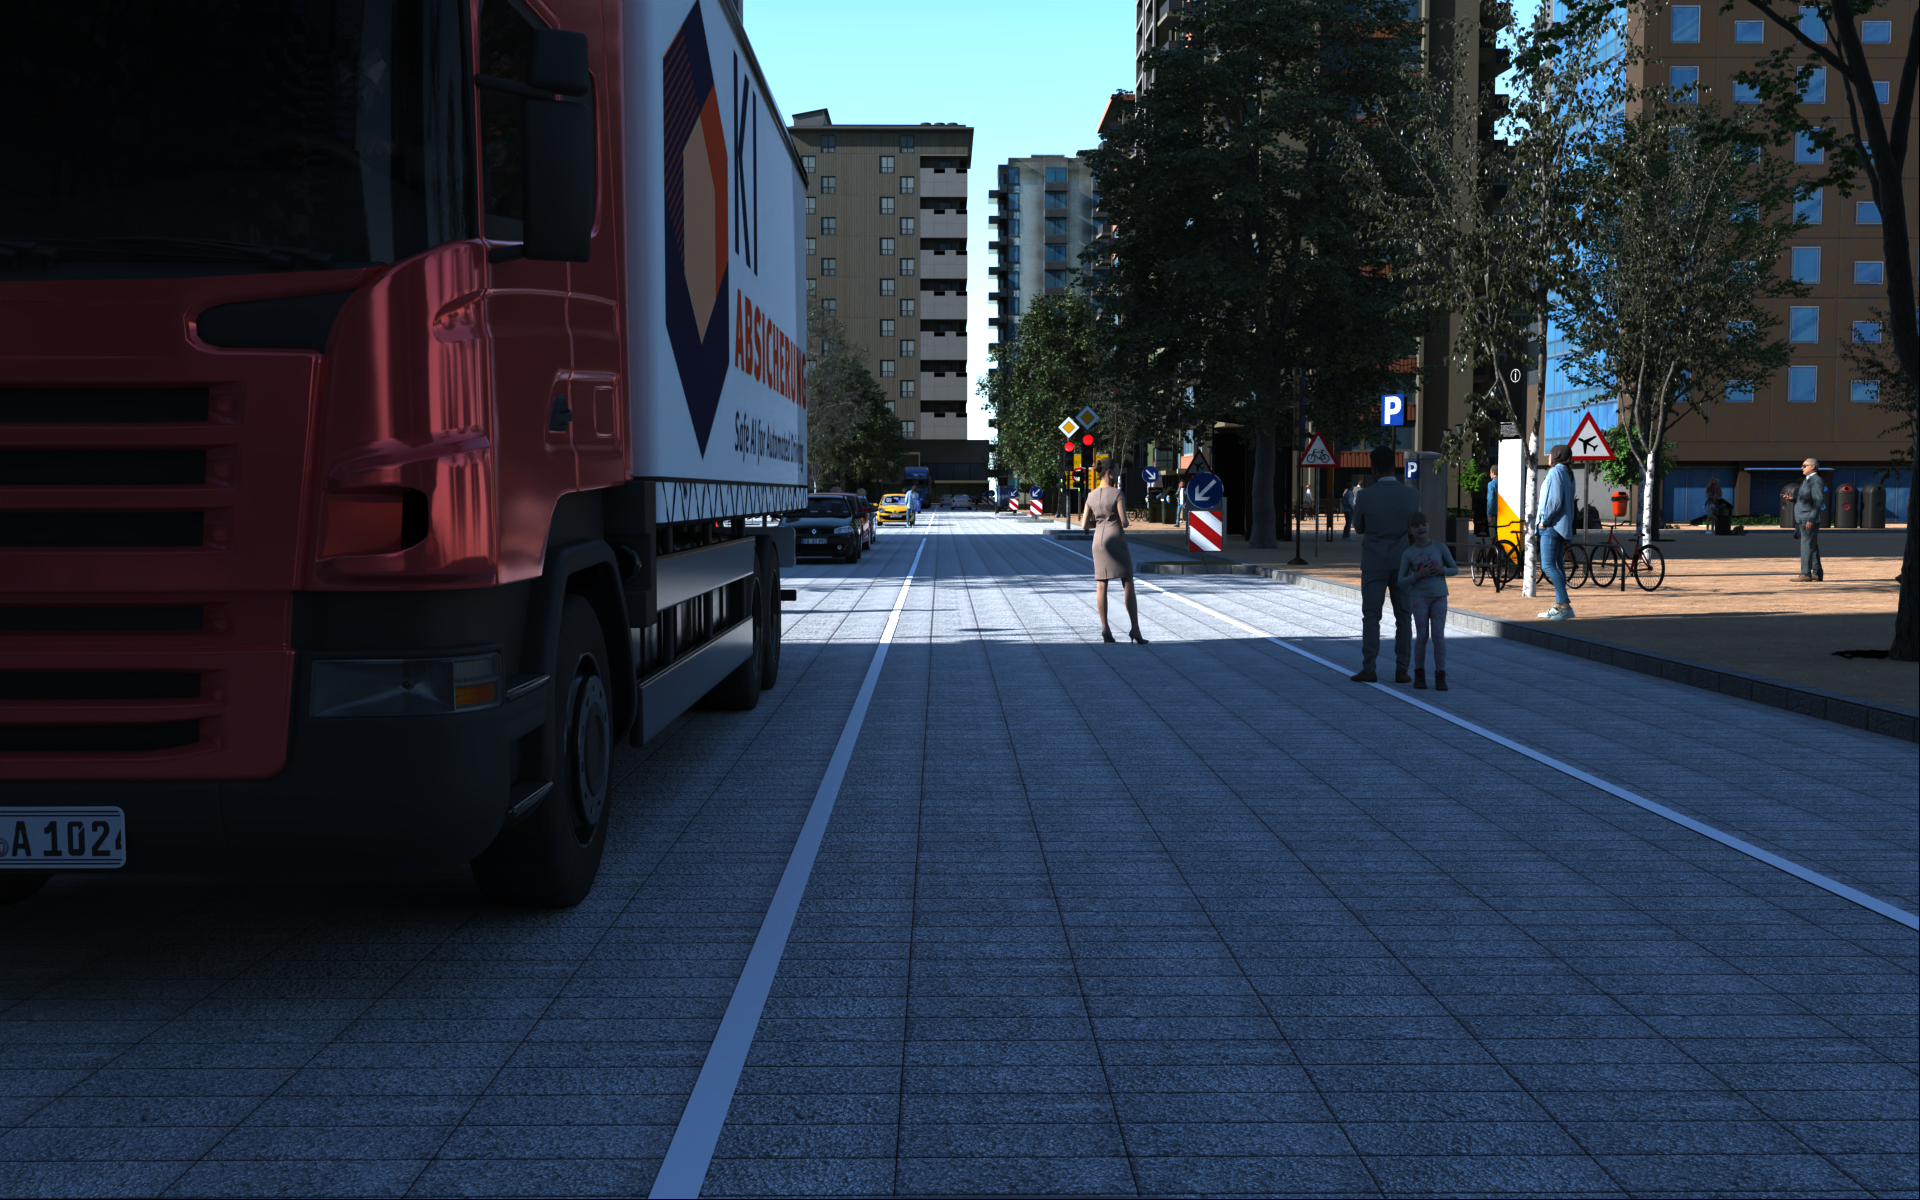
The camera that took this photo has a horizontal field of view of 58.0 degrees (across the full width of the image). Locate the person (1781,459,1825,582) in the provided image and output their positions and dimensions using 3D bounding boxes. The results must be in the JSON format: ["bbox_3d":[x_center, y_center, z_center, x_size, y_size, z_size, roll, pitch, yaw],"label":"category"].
[{"bbox_3d":[12.398,-1.176,25.447,0.590,1.801,0.661,1,4,13],"label":"person"}]

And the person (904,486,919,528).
[{"bbox_3d":[-2.061,-3.950,73.351,0.793,1.790,0.793,3,5,44],"label":"person"}]

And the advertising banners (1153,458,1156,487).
[{"bbox_3d":[9.436,-5.447,85.248,0.090,3.025,2.074,0,4,-2],"label":"advertising banners"}]

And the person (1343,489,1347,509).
[{"bbox_3d":[19.536,-4.959,87.084,0.622,1.834,0.822,2,4,29],"label":"person"}]

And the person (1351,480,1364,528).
[{"bbox_3d":[15.073,-3.641,65.752,0.592,1.802,0.473,2,4,26],"label":"person"}]

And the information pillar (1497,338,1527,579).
[{"bbox_3d":[8.384,-2.136,26.282,0.183,3.616,0.504,-2,4,-26],"label":"information pillar"}]

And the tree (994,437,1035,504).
[{"bbox_3d":[5.869,-11.706,141.757,4.737,8.622,4.395,0,3,0],"label":"tree"}]

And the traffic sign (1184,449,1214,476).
[{"bbox_3d":[6.876,-3.051,49.893,0.884,2.594,0.081,0,3,0],"label":"traffic sign"}]

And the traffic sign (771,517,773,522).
[{"bbox_3d":[-8.554,-4.816,78.851,0.768,2.556,0.104,0,4,0],"label":"traffic sign"}]

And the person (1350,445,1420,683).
[{"bbox_3d":[3.250,-0.280,13.267,0.511,1.800,0.466,-1,4,-11],"label":"person"}]

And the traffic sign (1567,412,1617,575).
[{"bbox_3d":[9.919,-1.678,27.434,0.884,2.594,0.081,0,4,7],"label":"traffic sign"}]

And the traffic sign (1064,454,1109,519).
[{"bbox_3d":[6.375,-5.708,87.192,2.265,3.308,0.079,0,4,6],"label":"traffic sign"}]

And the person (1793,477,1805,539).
[{"bbox_3d":[23.973,-2.609,49.257,0.362,1.759,0.519,0,4,-5],"label":"person"}]

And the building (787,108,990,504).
[{"bbox_3d":[-9.862,-40.119,245.190,27.495,52.752,28.713,0,4,-1],"label":"building"}]

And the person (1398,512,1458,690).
[{"bbox_3d":[3.458,0.002,12.744,0.425,1.301,0.394,0,4,-6],"label":"person"}]

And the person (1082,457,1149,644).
[{"bbox_3d":[1.489,-0.476,16.628,0.599,1.781,0.374,3,4,38],"label":"person"}]

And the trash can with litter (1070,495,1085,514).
[{"bbox_3d":[7.805,-6.100,110.796,1.678,1.210,2.233,1,4,10],"label":"trash can with litter"}]

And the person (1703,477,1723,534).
[{"bbox_3d":[24.238,-3.043,55.772,0.573,1.828,0.580,2,4,27],"label":"person"}]

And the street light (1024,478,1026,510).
[{"bbox_3d":[5.156,-10.078,137.566,0.468,5.910,1.993,0,4,-1],"label":"street light"}]

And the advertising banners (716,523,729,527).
[{"bbox_3d":[-9.037,-4.170,64.360,2.074,3.025,0.090,2,4,30],"label":"advertising banners"}]

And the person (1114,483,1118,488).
[{"bbox_3d":[6.780,-4.256,75.809,0.466,1.800,0.511,-3,5,-40],"label":"person"}]

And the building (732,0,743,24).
[{"bbox_3d":[-30.841,-37.227,150.655,21.231,58.520,28.212,0,4,-1],"label":"building"}]

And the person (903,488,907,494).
[{"bbox_3d":[-3.449,-6.201,110.098,0.699,1.804,1.509,1,4,9],"label":"person"}]

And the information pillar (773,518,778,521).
[{"bbox_3d":[-8.876,-5.628,83.366,0.504,3.616,0.183,2,4,32],"label":"information pillar"}]

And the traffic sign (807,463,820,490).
[{"bbox_3d":[-10.301,-7.297,113.174,2.265,3.308,0.079,0,4,4],"label":"traffic sign"}]

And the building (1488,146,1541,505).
[{"bbox_3d":[50.858,-30.326,187.704,23.993,40.220,32.217,0,4,-1],"label":"building"}]

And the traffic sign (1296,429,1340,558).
[{"bbox_3d":[7.195,-2.132,34.859,0.884,2.594,0.081,0,4,3],"label":"traffic sign"}]

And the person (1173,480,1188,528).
[{"bbox_3d":[8.396,-3.608,65.023,0.713,1.824,0.794,-2,4,-30],"label":"person"}]

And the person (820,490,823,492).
[{"bbox_3d":[-14.609,-10.683,181.386,0.721,1.739,1.217,-1,4,-20],"label":"person"}]

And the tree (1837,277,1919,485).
[{"bbox_3d":[26.707,-5.942,47.508,4.360,8.622,3.978,0,3,0],"label":"tree"}]

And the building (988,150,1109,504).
[{"bbox_3d":[19.131,-38.175,243.766,30.456,49.044,23.786,0,4,-1],"label":"building"}]

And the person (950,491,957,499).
[{"bbox_3d":[-0.602,-10.889,187.083,0.990,1.755,0.434,-1,4,-12],"label":"person"}]

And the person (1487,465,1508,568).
[{"bbox_3d":[9.289,-1.435,29.850,0.601,1.785,0.444,-1,4,-19],"label":"person"}]

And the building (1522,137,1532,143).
[{"bbox_3d":[70.362,-31.368,196.463,14.086,41.232,14.154,0,4,-1],"label":"building"}]

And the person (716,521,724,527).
[{"bbox_3d":[-3.367,-0.718,20.454,1.509,1.804,0.699,-1,4,-19],"label":"person"}]

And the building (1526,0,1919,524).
[{"bbox_3d":[35.743,-26.264,79.532,14.200,45.320,14.600,0,4,-1],"label":"building"}]

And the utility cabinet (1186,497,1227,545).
[{"bbox_3d":[6.219,-1.992,43.726,1.020,1.237,0.306,3,4,36],"label":"utility cabinet"}]

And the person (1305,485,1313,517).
[{"bbox_3d":[19.237,-5.479,95.852,0.641,1.798,0.478,0,3,0],"label":"person"}]

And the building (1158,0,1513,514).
[{"bbox_3d":[25.718,-28.658,123.186,22.147,44.769,28.867,0,4,-1],"label":"building"}]

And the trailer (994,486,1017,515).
[{"bbox_3d":[3.096,-6.835,118.803,1.471,1.999,3.904,0,4,-2],"label":"trailer"}]

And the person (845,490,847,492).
[{"bbox_3d":[-13.512,-12.213,206.432,0.721,1.736,1.217,2,4,30],"label":"person"}]

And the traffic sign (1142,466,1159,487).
[{"bbox_3d":[8.706,-4.835,79.154,0.768,2.556,0.104,0,4,4],"label":"traffic sign"}]

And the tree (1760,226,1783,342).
[{"bbox_3d":[12.797,-4.987,31.901,4.360,8.622,3.978,0,3,0],"label":"tree"}]

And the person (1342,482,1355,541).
[{"bbox_3d":[10.750,-2.447,47.863,0.330,1.601,0.589,0,4,1],"label":"person"}]

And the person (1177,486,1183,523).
[{"bbox_3d":[9.942,-4.325,76.774,0.660,1.820,0.620,1,4,22],"label":"person"}]

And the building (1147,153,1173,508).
[{"bbox_3d":[22.597,-22.863,145.511,14.160,30.474,14.107,0,4,-1],"label":"building"}]

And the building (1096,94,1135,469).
[{"bbox_3d":[26.351,-32.645,188.374,22.147,44.769,28.867,0,4,-1],"label":"building"}]

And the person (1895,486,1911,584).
[{"bbox_3d":[12.605,-1.021,22.651,0.836,1.842,0.656,-2,4,-24],"label":"person"}]

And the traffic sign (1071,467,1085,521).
[{"bbox_3d":[5.690,-5.045,82.593,0.768,2.556,0.104,0,4,4],"label":"traffic sign"}]

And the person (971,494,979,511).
[{"bbox_3d":[1.305,-8.488,150.510,0.697,1.427,0.421,-1,4,-10],"label":"person"}]

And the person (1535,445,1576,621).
[{"bbox_3d":[6.151,-0.703,17.806,0.793,1.790,0.793,0,4,-1],"label":"person"}]

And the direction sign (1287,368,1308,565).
[{"bbox_3d":[6.157,-2.414,31.467,0.379,3.537,0.876,2,4,23],"label":"direction sign"}]

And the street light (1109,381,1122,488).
[{"bbox_3d":[5.971,-5.707,66.091,0.468,5.910,1.993,0,4,-1],"label":"street light"}]

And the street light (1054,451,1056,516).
[{"bbox_3d":[5.604,-7.902,101.979,0.468,5.910,1.993,0,4,-1],"label":"street light"}]

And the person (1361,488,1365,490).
[{"bbox_3d":[14.952,-3.400,64.228,0.523,1.515,0.503,0,4,-2],"label":"person"}]

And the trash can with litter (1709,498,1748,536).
[{"bbox_3d":[23.886,-2.593,53.790,1.055,1.170,0.624,-1,4,-11],"label":"trash can with litter"}]

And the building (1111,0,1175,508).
[{"bbox_3d":[25.577,-44.319,162.865,20.563,71.187,20.611,0,4,-1],"label":"building"}]

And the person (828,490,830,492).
[{"bbox_3d":[-13.841,-10.862,184.459,0.721,1.723,1.217,1,4,18],"label":"person"}]
